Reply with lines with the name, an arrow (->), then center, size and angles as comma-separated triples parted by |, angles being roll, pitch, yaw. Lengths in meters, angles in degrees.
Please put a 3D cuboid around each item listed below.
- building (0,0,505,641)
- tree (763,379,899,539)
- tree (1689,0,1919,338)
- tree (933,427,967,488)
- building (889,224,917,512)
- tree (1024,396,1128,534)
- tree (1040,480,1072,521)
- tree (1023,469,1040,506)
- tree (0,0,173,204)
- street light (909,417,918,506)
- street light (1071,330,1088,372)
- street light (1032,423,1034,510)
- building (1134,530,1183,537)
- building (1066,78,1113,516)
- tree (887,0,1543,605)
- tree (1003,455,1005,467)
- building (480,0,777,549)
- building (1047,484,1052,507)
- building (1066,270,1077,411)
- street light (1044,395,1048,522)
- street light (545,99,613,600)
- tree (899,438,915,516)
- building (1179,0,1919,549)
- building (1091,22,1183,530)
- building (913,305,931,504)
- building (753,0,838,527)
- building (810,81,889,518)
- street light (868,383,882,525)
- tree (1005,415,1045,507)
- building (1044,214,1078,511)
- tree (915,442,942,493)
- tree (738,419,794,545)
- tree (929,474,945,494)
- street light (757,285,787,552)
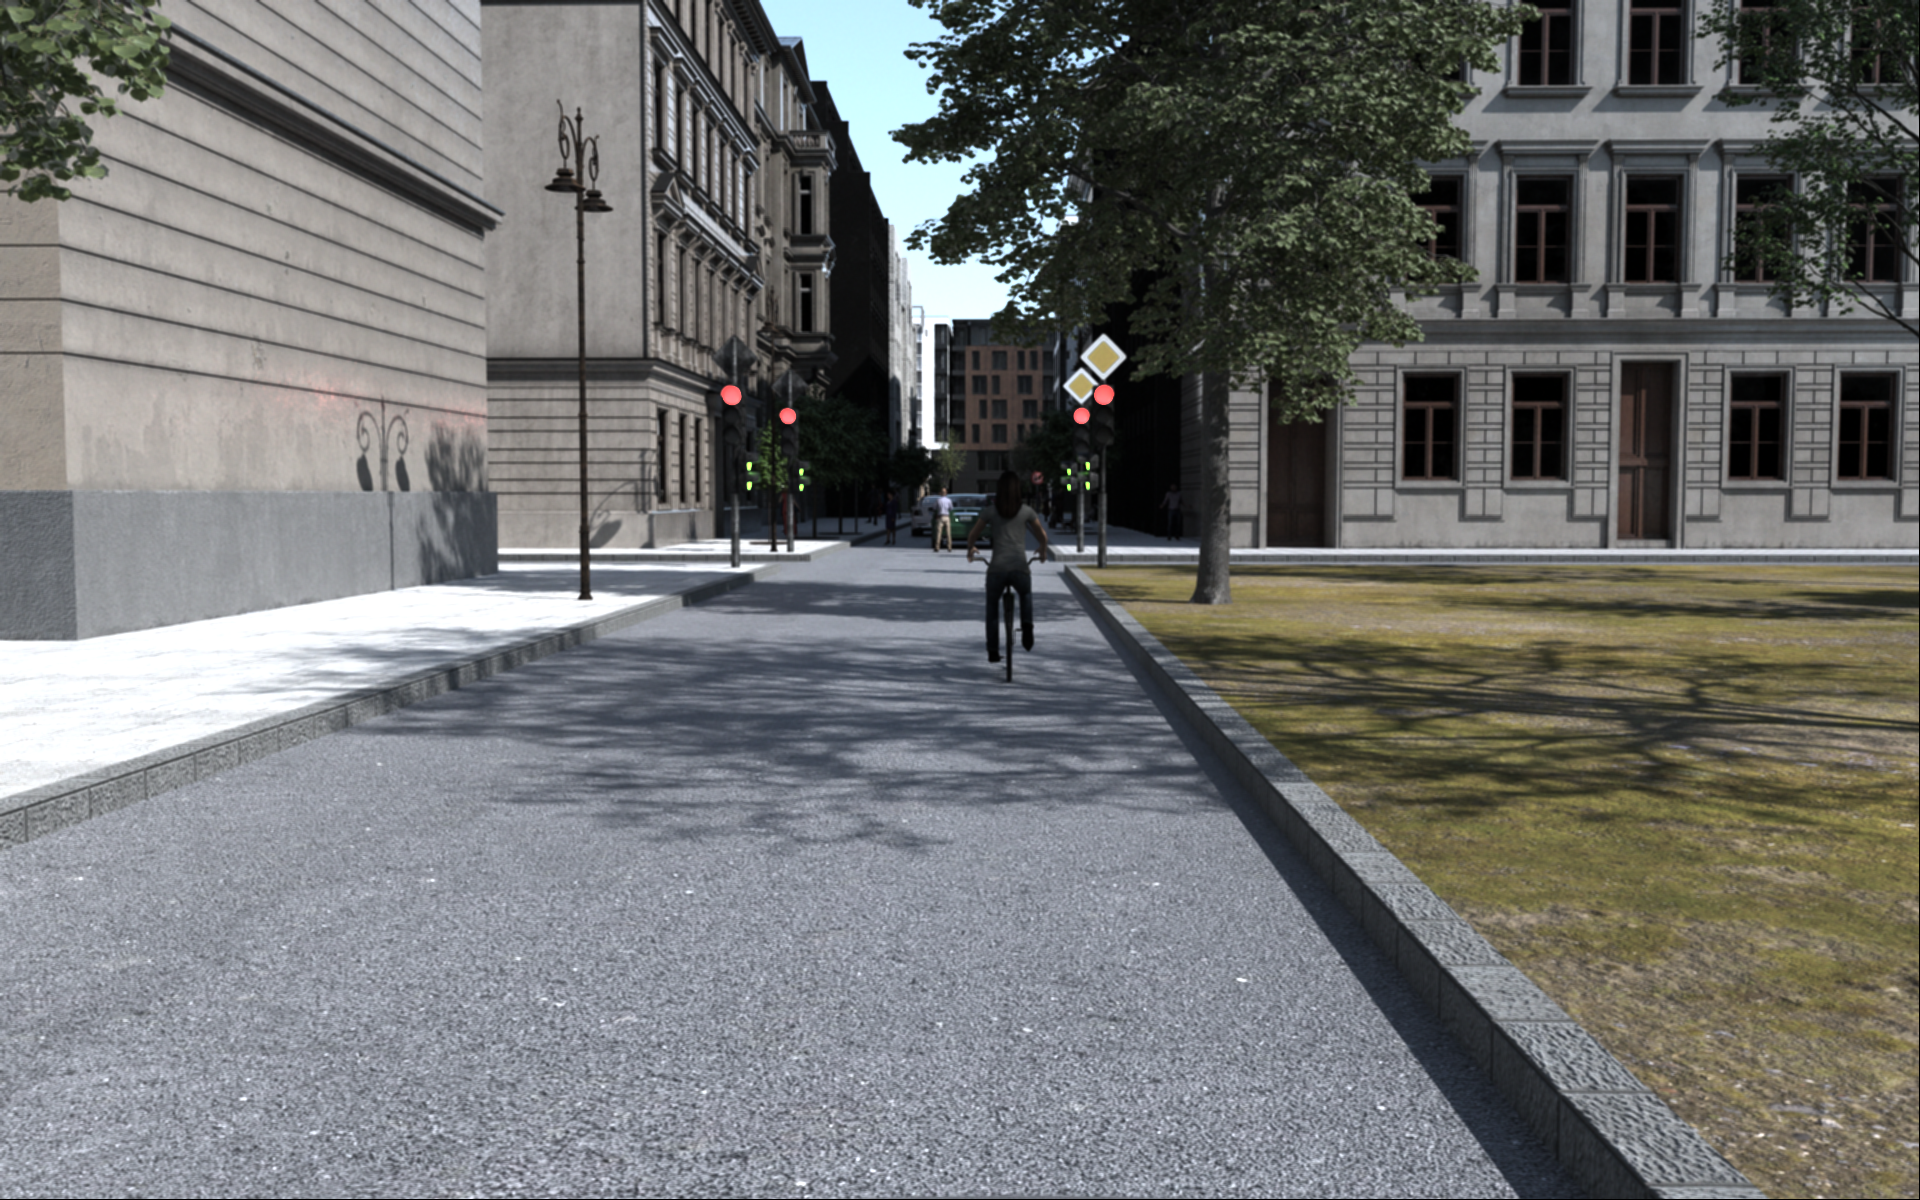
building -> -18.689, -14.291, 21.042 | 23.554, 28.519, 14.401 | 0, 4, 1
tree -> -4.159, -4.030, 49.611 | 4.285, 4.588, 4.351 | 0, 3, 0
tree -> 14.136, -5.994, 23.755 | 9.928, 11.665, 9.643 | 0, 3, 0
tree -> -1.339, -14.720, 191.026 | 4.737, 8.622, 4.395 | 0, 3, 0
building -> -12.320, -16.093, 129.585 | 16.747, 18.905, 31.486 | 0, 4, 1
tree -> 3.733, -4.400, 55.647 | 4.285, 4.588, 4.351 | 0, 3, 0
tree -> 4.810, -5.411, 83.076 | 1.663, 3.219, 1.824 | 0, 3, 0
tree -> 6.141, -8.645, 135.945 | 1.663, 3.219, 1.824 | 0, 3, 0
tree -> -5.638, -5.459, 7.382 | 7.486, 12.596, 7.792 | 0, 3, 0
street light -> -2.767, -8.009, 103.730 | 0.468, 5.910, 1.993 | 0, 4, 1
street light -> 3.383, -4.652, 48.848 | 0.468, 5.910, 1.993 | 0, 4, 1
street light -> 4.771, -8.563, 112.789 | 0.468, 5.910, 1.993 | 0, 4, 1
building -> 12.161, -14.014, 58.804 | 12.332, 23.373, 15.834 | 0, 4, 1
building -> 14.518, -16.193, 98.042 | 16.112, 22.955, 30.059 | 0, 4, 1
tree -> 2.943, -6.255, 20.395 | 7.486, 12.596, 7.792 | 0, 3, 0
tree -> 6.415, -14.393, 185.692 | 4.360, 8.622, 3.978 | 0, 3, 0
building -> -11.658, -11.295, 49.299 | 10.561, 19.102, 19.286 | 0, 4, 1
building -> 13.507, -14.159, 173.643 | 9.099, 9.664, 28.070 | 0, 4, 1
building -> 15.545, -16.182, 120.992 | 16.016, 20.091, 11.380 | 0, 4, 1
street light -> 4.028, -6.607, 80.819 | 0.468, 5.910, 1.993 | 0, 4, 1
street light -> -4.551, -2.940, 20.861 | 0.468, 5.910, 1.993 | 0, 4, 1
tree -> -3.798, -4.368, 55.131 | 4.285, 4.588, 4.351 | 0, 3, 0
building -> 16.139, -12.761, 44.797 | 21.152, 22.565, 11.583 | 0, 4, 1
building -> 12.324, -15.013, 75.141 | 12.332, 23.373, 15.834 | 0, 4, 1
building -> -8.871, -19.788, 179.958 | 11.380, 20.091, 16.016 | 0, 4, 1
building -> -12.755, -15.723, 76.154 | 14.460, 24.649, 34.723 | 0, 4, 1
building -> -10.796, -16.618, 101.388 | 12.332, 23.373, 15.834 | 0, 4, 1
street light -> -3.476, -6.007, 71.009 | 0.468, 5.910, 1.993 | 0, 4, 1
tree -> 6.565, -12.982, 162.623 | 4.360, 8.622, 3.978 | 0, 3, 0
building -> 21.579, -18.276, 142.789 | 27.936, 21.610, 32.646 | 0, 4, 1
tree -> -2.738, -7.086, 99.569 | 4.285, 4.588, 4.351 | 0, 3, 0
tree -> -4.771, -3.045, 44.379 | 1.663, 3.219, 1.824 | 0, 3, 0
tree -> -2.181, -10.480, 165.946 | 1.663, 3.219, 1.824 | 0, 3, 0
street light -> -4.154, -4.019, 38.497 | 0.468, 5.910, 1.993 | 0, 4, 1
